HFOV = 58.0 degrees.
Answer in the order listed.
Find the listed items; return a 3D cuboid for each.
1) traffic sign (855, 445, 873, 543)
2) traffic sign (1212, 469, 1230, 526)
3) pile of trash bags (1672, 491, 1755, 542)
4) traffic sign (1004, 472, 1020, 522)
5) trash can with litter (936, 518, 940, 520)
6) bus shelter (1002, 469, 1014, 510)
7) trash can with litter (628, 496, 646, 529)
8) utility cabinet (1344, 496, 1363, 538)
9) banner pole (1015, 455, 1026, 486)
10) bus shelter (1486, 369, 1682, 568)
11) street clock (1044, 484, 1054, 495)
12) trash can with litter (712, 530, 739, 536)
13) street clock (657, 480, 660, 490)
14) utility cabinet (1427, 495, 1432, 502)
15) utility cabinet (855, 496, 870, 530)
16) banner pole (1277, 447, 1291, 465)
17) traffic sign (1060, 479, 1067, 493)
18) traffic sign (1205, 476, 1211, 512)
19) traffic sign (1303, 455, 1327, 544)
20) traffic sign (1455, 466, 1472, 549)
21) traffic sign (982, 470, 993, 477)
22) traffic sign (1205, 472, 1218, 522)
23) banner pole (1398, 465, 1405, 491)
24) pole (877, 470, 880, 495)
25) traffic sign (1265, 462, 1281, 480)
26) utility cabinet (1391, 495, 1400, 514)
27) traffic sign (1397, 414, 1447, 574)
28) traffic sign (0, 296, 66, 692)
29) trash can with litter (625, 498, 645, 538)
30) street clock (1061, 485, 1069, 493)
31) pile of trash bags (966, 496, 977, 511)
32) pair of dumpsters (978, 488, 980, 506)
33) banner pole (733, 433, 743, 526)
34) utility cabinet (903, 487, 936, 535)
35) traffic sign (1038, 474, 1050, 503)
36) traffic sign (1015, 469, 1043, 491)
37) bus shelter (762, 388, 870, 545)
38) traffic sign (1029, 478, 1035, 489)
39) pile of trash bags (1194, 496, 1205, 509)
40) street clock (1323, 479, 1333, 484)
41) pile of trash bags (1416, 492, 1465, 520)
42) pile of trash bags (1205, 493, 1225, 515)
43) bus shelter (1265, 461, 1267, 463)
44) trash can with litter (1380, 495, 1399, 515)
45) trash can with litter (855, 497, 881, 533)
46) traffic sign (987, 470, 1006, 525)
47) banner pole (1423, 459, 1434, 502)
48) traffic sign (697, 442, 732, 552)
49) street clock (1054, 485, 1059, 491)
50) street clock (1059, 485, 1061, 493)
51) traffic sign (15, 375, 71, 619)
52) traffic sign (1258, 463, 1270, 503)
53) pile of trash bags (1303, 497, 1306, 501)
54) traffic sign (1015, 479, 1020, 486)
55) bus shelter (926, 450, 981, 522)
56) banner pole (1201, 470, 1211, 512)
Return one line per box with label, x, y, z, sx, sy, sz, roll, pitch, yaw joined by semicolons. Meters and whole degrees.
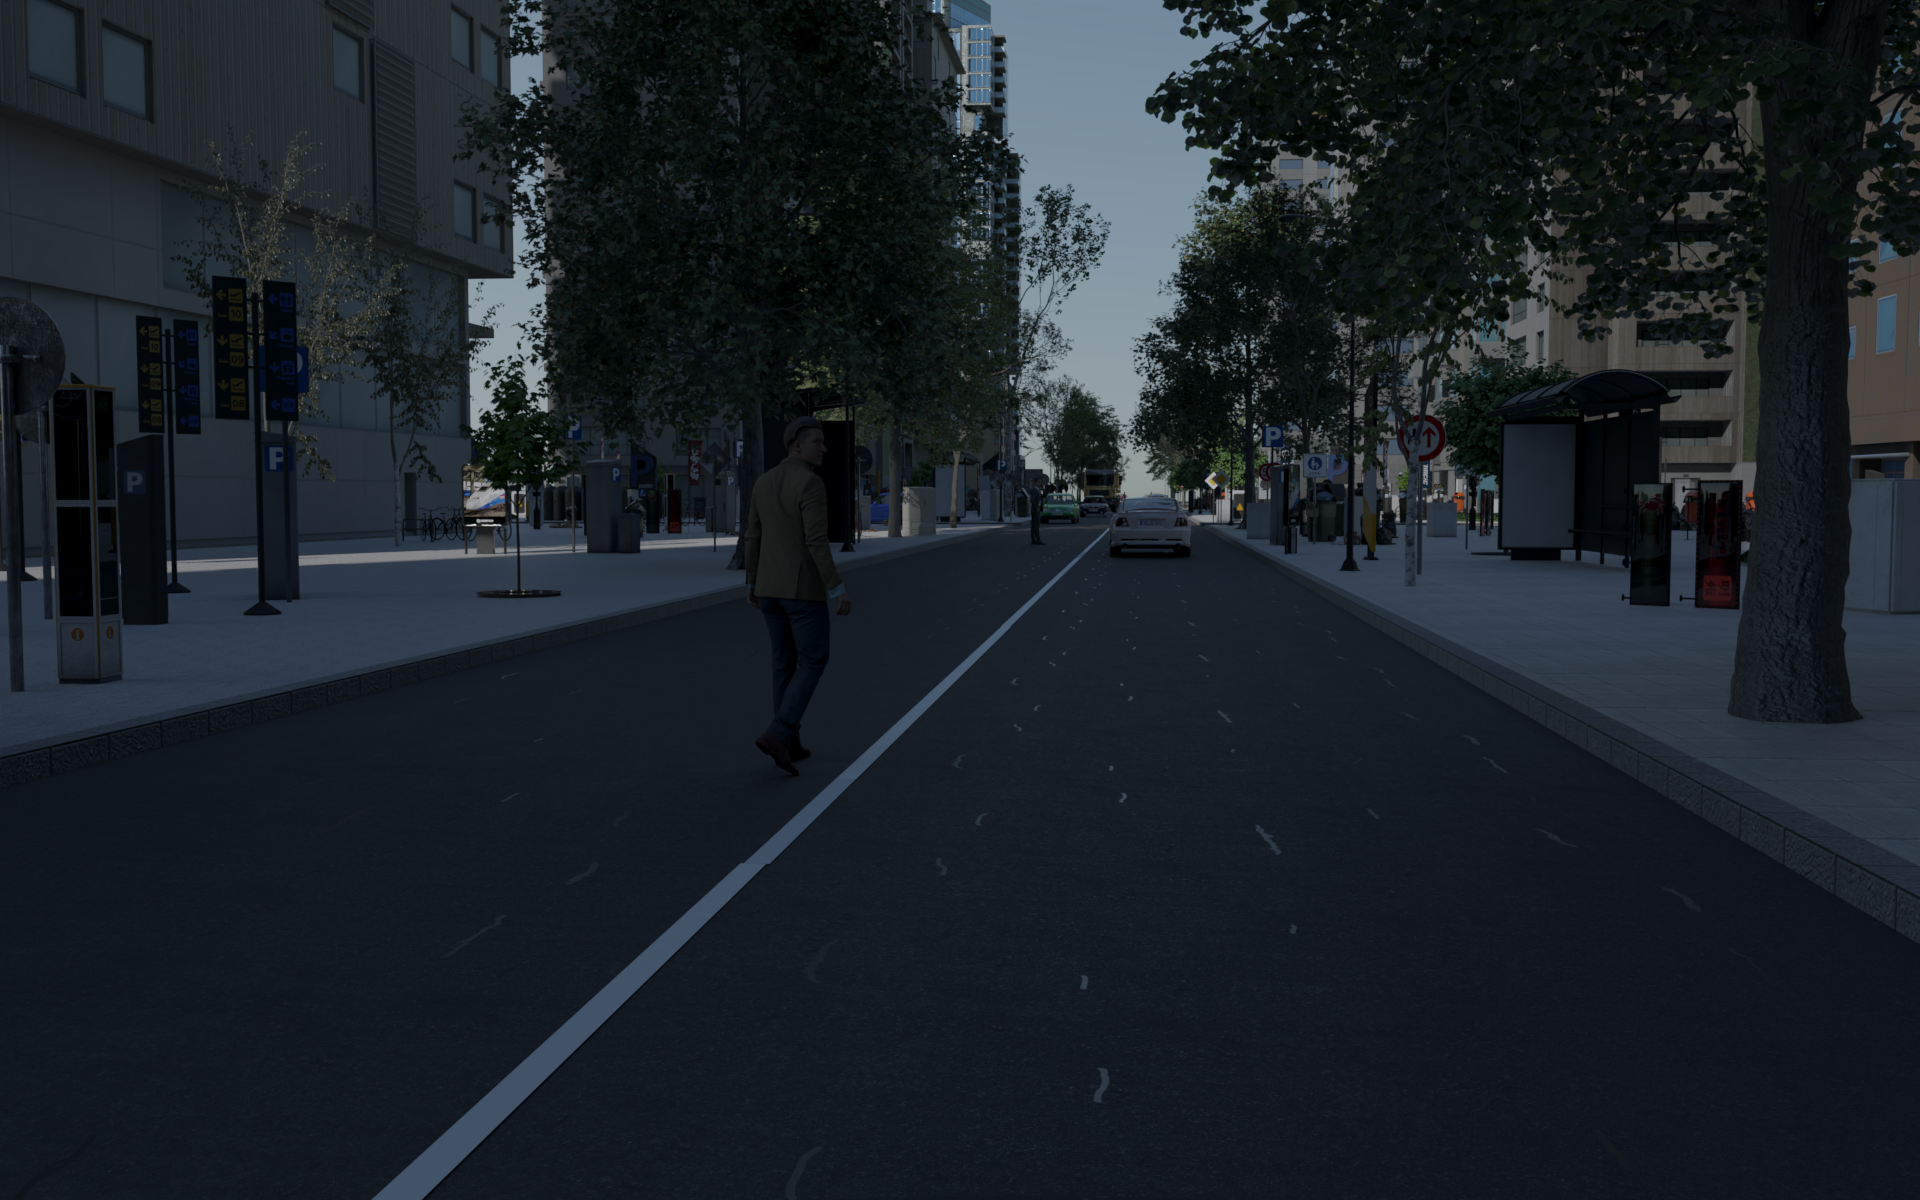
traffic sign;-2.635;-2.748;45.034;0.768;2.556;0.104;1;4;10
traffic sign;10.637;-4.092;70.547;0.795;2.450;0.064;0;4;6
pile of trash bags;21.187;-2.296;47.298;1.912;1.369;3.447;-2;4;-25
traffic sign;2.348;-4.639;79.483;0.795;2.450;0.064;0;4;6
trash can with litter;-1.099;-4.663;87.294;1.678;1.210;2.233;-2;4;-34
bus shelter;2.442;-7.517;116.822;2.014;3.302;5.546;0;4;6
trash can with litter;-12.136;-3.257;64.302;1.678;1.210;2.233;-1;4;-15
utility cabinet;10.354;-2.083;45.226;0.306;1.237;1.020;3;4;36
banner pole;3.869;-7.349;110.180;0.863;3.779;0.401;-3;4;-38
bus shelter;10.912;-2.256;30.811;2.014;3.302;5.546;0;4;6
street clock;6.346;-7.387;125.350;0.471;2.002;0.358;-1;4;-13
trash can with litter;-6.775;-2.629;54.037;2.233;1.210;1.678;3;5;40
street clock;-15.801;-5.230;90.077;0.358;2.002;0.471;-3;4;-36
utility cabinet;26.656;-5.324;98.203;0.306;1.237;1.020;1;4;19
utility cabinet;-3.719;-3.096;61.786;1.020;1.237;0.306;0;4;5
banner pole;15.357;-5.662;82.584;0.863;3.779;0.401;2;4;23
traffic sign;8.550;-8.852;144.834;0.768;2.556;0.104;1;4;14
traffic sign;17.424;-7.372;120.637;0.768;2.556;0.104;1;4;12
traffic sign;9.013;-2.563;44.027;0.606;2.300;0.079;1;4;12
traffic sign;11.777;-2.329;40.206;0.606;2.300;0.079;1;4;12
traffic sign;1.464;-5.522;90.392;0.768;2.556;0.104;0;4;8
traffic sign;11.488;-4.578;78.487;0.795;2.450;0.064;0;4;6
banner pole;38.400;-9.817;150.529;0.401;3.779;0.863;-2;4;-32
pole;-6.799;-9.236;144.850;0.158;3.312;0.155;0;3;0
traffic sign;12.644;-4.249;69.581;0.768;2.556;0.104;1;4;12
utility cabinet;27.318;-5.896;107.561;1.020;1.237;0.306;0;4;7
traffic sign;7.335;-1.681;27.592;0.768;2.556;0.104;1;4;11
traffic sign;-6.132;-0.678;11.190;0.768;2.556;0.104;0;4;8
trash can with litter;-9.727;-2.394;50.536;1.055;1.170;0.624;0;4;-4
street clock;8.365;-8.060;136.348;0.358;2.002;0.471;2;4;24
pile of trash bags;1.397;-7.604;134.074;1.912;1.369;3.447;3;5;44
pair of dumpsters;2.101;-7.329;122.320;1.574;2.255;4.437;0;4;6
banner pole;-8.841;-4.856;69.407;0.863;3.779;0.401;2;4;32
utility cabinet;-1.248;-2.751;53.658;0.318;1.500;1.173;3;5;44
traffic sign;5.174;-6.567;107.475;0.768;2.556;0.104;1;4;13
traffic sign;5.554;-8.914;139.621;2.265;3.308;0.079;0;4;7
bus shelter;-3.468;-3.031;40.837;1.731;3.624;6.357;0;4;6
traffic sign;4.648;-6.570;109.549;0.606;2.300;0.079;0;4;8
pile of trash bags;20.573;-8.224;144.208;1.912;1.369;3.447;0;4;-4
street clock;17.722;-4.831;83.561;0.471;2.002;0.358;2;4;29
pile of trash bags;23.304;-4.508;83.460;1.912;1.369;3.447;-1;4;-15
pile of trash bags;16.123;-5.824;104.969;1.912;1.369;3.447;0;4;2
bus shelter;19.262;-7.458;113.216;1.731;3.624;6.357;0;4;6
trash can with litter;26.200;-5.712;104.442;2.233;1.210;1.678;0;3;0
trash can with litter;-3.290;-2.901;58.481;1.678;1.210;2.233;2;4;32
traffic sign;1.497;-4.153;71.544;0.795;2.450;0.064;0;4;6
banner pole;24.129;-6.066;89.199;0.863;3.779;0.401;2;4;29
traffic sign;-5.423;-2.269;38.278;0.795;2.450;0.064;0;4;8
street clock;7.316;-8.070;136.518;0.471;2.002;0.358;-1;4;-10
street clock;7.972;-8.140;137.662;0.471;2.002;0.358;-1;4;-11
traffic sign;-9.344;-1.075;17.681;0.768;2.556;0.104;0;4;8
traffic sign;12.540;-4.314;70.632;0.768;2.556;0.104;0;4;7
pile of trash bags;28.928;-8.482;148.436;3.447;1.369;1.912;1;4;21
traffic sign;4.609;-8.499;139.062;0.768;2.556;0.104;1;4;14
bus shelter;-0.246;-5.375;81.812;2.014;3.302;5.546;0;4;6
banner pole;17.665;-8.238;124.700;0.863;3.779;0.401;0;4;2
